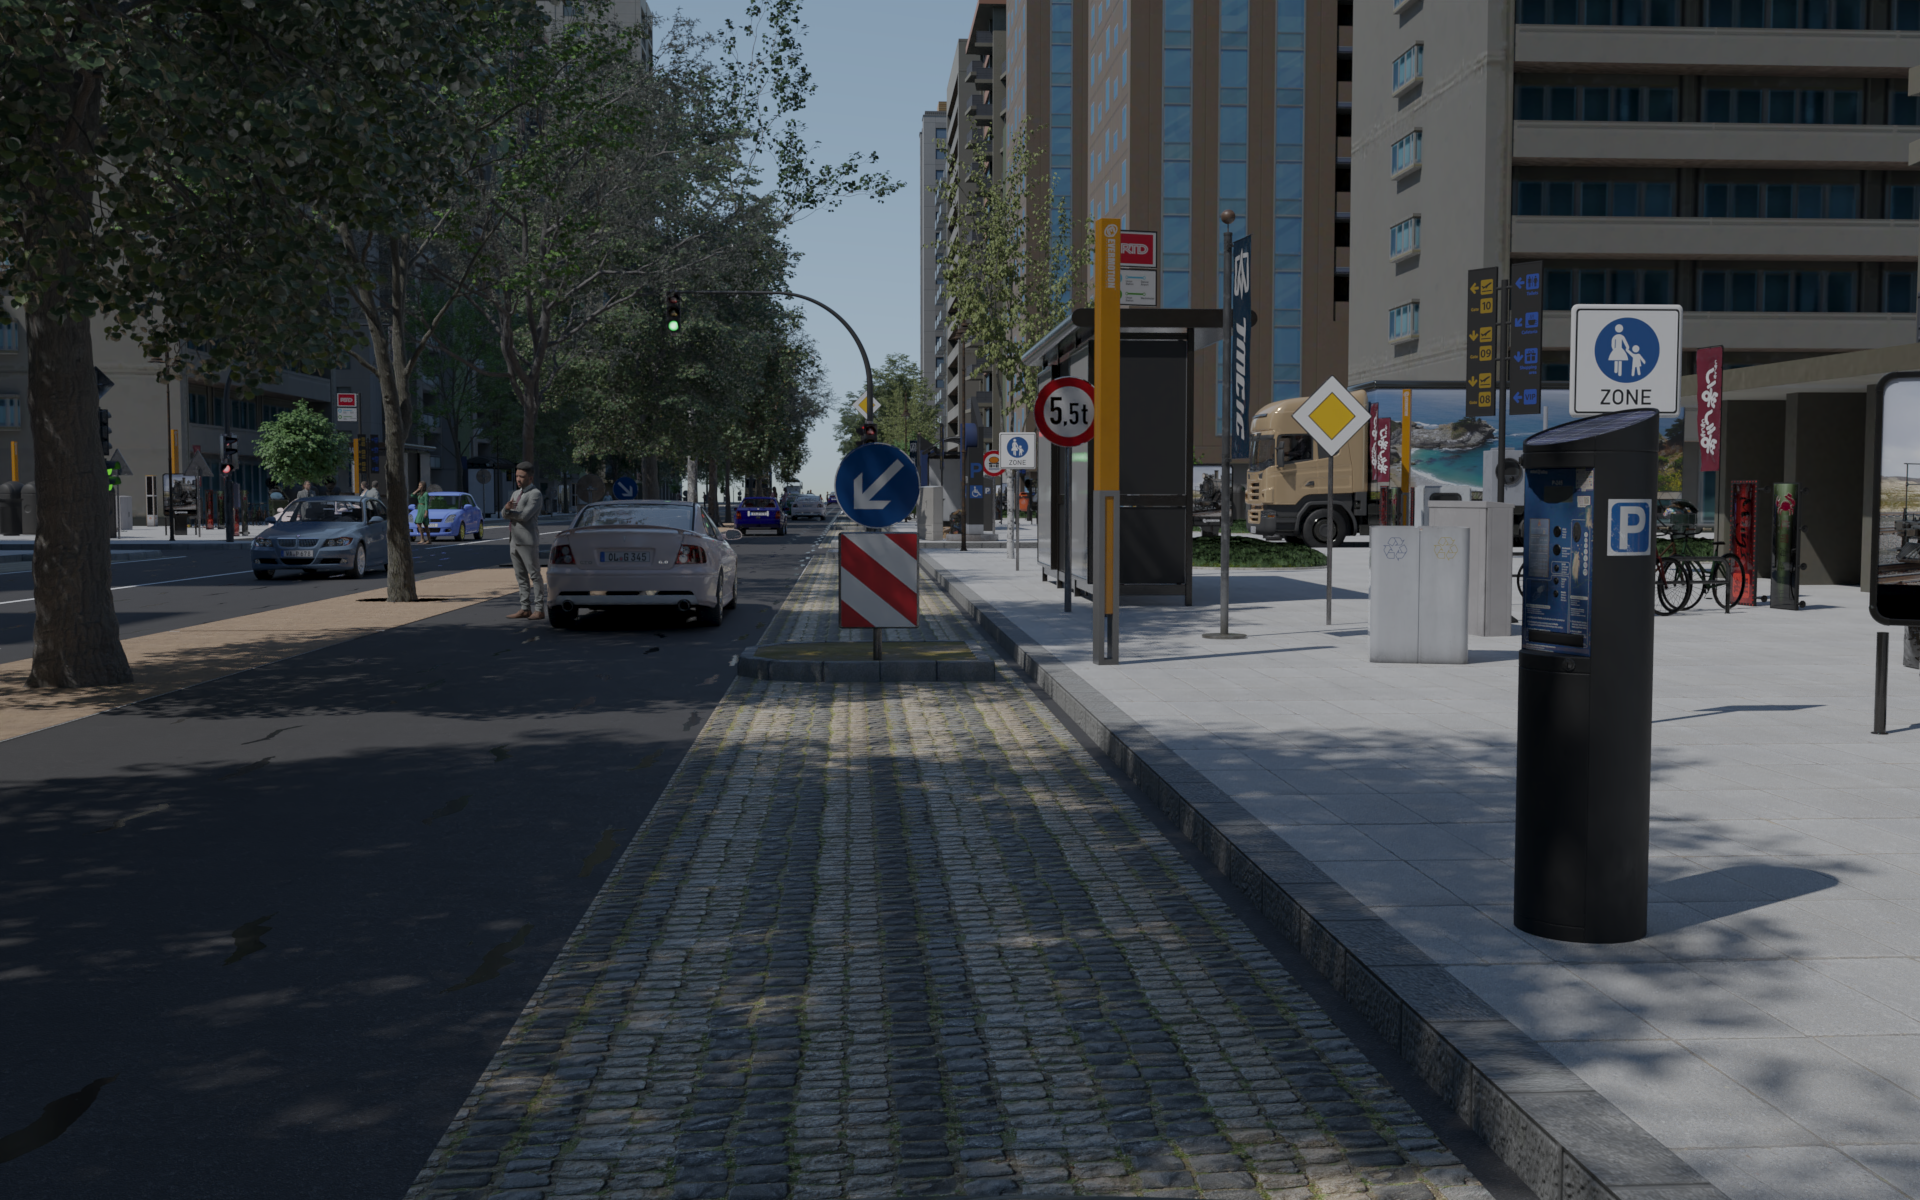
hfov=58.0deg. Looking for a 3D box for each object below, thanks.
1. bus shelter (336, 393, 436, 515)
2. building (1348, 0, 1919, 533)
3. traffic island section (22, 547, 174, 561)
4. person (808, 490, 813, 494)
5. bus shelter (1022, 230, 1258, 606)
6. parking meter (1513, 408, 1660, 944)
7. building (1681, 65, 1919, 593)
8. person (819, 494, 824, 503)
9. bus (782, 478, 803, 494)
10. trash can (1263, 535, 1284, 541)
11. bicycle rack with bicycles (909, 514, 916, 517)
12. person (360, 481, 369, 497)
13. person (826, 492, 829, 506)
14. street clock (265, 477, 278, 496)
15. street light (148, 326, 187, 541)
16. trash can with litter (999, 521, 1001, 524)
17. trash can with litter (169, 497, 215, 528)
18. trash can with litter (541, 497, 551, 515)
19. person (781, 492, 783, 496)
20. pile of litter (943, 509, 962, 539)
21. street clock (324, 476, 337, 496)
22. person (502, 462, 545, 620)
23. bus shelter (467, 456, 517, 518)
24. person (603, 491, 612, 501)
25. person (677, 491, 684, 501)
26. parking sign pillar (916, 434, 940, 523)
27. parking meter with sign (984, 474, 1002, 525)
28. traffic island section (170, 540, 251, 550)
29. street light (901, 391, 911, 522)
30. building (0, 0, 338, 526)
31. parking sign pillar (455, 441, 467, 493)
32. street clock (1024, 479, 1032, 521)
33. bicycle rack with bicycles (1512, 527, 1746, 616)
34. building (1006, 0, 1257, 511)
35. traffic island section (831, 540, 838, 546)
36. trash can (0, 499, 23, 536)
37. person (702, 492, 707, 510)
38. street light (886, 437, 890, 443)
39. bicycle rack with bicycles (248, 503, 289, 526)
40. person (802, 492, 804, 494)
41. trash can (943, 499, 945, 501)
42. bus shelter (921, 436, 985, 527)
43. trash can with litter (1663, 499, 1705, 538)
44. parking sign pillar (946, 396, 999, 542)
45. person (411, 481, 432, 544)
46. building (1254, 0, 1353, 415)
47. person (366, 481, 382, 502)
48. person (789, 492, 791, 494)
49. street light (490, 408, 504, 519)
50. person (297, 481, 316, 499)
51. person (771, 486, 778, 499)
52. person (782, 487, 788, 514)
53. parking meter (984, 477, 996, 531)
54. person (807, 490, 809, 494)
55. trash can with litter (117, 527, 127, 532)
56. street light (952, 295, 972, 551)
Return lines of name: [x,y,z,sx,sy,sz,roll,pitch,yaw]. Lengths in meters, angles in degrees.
bus shelter: [-23.721,-5.731,71.336,2.179,5.291,8.768,0,4,-3]
building: [26.521,-27.025,65.557,21.600,48.544,21.300,0,4,-4]
traffic island section: [-18.971,-0.972,38.167,2.009,0.180,2.903,0,4,-4]
person: [-12.572,-8.389,145.757,1.348,1.812,0.705,0,4,6]
bus shelter: [2.081,-2.829,23.885,2.179,5.291,8.768,0,4,-3]
parking meter: [1.830,0.204,5.073,0.372,1.533,0.369,0,3,0]
building: [21.946,-21.940,13.340,22.147,44.769,28.867,0,4,-4]
person: [-10.802,-7.469,133.885,0.557,1.426,1.065,-3,4,-39]
bus: [-25.753,-16.898,267.831,2.896,3.916,12.252,0,4,-3]
trash can: [8.639,-2.201,47.639,0.748,1.137,0.748,0,3,0]
bicycle rack with bicycles: [-2.743,-5.030,95.630,2.852,0.926,2.925,-1,4,-16]
person: [-18.200,-2.733,53.200,0.654,1.822,0.581,-2,4,-27]
person: [-15.847,-12.033,205.957,0.721,1.735,1.217,0,4,-1]
street clock: [-29.582,-4.276,74.489,0.358,2.002,0.471,2,4,35]
street light: [-21.577,-4.555,47.255,0.468,5.910,1.993,0,4,-4]
trash can with litter: [1.336,-3.986,76.230,1.678,1.210,2.233,0,4,7]
trash can with litter: [-28.542,-3.328,65.466,2.233,1.210,1.678,0,4,2]
trash can with litter: [-25.171,-5.765,105.641,0.624,1.170,1.055,1,4,16]
person: [-28.421,-16.314,275.951,1.217,1.735,0.721,-3,4,-38]
pile of litter: [-0.346,-2.221,50.279,1.176,0.858,1.719,1,4,21]
street clock: [-25.423,-4.001,69.978,0.471,2.002,0.358,-1,4,-9]
person: [-5.020,-0.681,19.811,0.511,1.800,0.466,2,4,29]
bus shelter: [-25.780,-6.184,95.028,2.014,3.302,5.546,0,4,-4]
person: [-21.352,-5.794,105.041,0.589,1.601,0.330,0,4,-3]
person: [-24.539,-8.733,151.999,0.721,1.736,1.217,-3,5,-40]
parking sign pillar: [-1.239,-5.433,77.304,1.447,3.967,1.447,-1,4,-17]
parking meter with sign: [1.020,-4.655,72.371,1.738,3.016,0.543,-2,4,-29]
traffic island section: [-19.464,-1.459,46.137,2.009,0.180,2.903,0,4,-4]
street light: [-2.441,-6.442,78.115,0.468,5.910,1.993,0,4,-4]
building: [-42.300,-27.758,77.544,21.300,48.544,21.600,0,4,-4]
parking sign pillar: [-25.629,-6.145,88.936,1.447,3.967,1.447,-1,4,-22]
street clock: [3.291,-4.738,82.030,0.358,2.002,0.471,-3,5,-40]
bicycle rack with bicycles: [7.354,-0.350,19.103,2.925,0.926,2.852,-1,4,-13]
building: [10.556,-28.416,114.715,14.600,45.320,14.200,0,4,-4]
traffic island section: [-2.505,-1.523,47.178,2.009,0.180,2.903,0,4,-4]
trash can: [-29.128,-2.538,53.156,0.748,1.137,0.748,0,3,0]
person: [-22.414,-8.663,151.616,0.415,1.643,0.593,-3,4,-36]
street light: [-5.067,-9.117,121.844,0.468,5.910,1.993,0,4,-4]
bicycle rack with bicycles: [-27.994,-3.486,70.385,2.852,0.926,2.925,0,4,6]
person: [-20.792,-13.423,228.692,1.217,1.736,0.721,0,4,6]
trash can: [-0.827,-2.612,54.366,0.748,1.137,0.748,0,3,0]
bus shelter: [-0.295,-4.245,63.337,2.014,3.302,5.546,0,4,-4]
trash can with litter: [16.384,-1.687,38.965,1.055,1.170,0.624,-2,4,-34]
parking sign pillar: [0.337,-3.594,47.239,1.447,3.967,1.447,-1,4,-9]
person: [-15.254,-2.479,49.287,0.600,1.795,0.529,3,5,39]
building: [14.181,-26.659,85.993,14.600,45.320,14.200,0,4,-4]
person: [-16.687,-2.498,49.435,0.635,1.810,0.391,2,4,32]
person: [-22.349,-13.323,227.042,1.217,1.736,0.721,-3,5,-42]
street light: [-24.183,-7.208,90.638,0.468,5.910,1.993,0,4,-4]
person: [-18.783,-2.523,49.847,0.767,1.812,0.694,3,5,43]
person: [-9.338,-4.793,86.873,0.388,1.821,0.555,2,4,26]
person: [-9.770,-5.368,96.282,0.388,1.821,0.555,-1,4,-19]
parking meter: [1.005,-3.305,59.744,0.399,1.863,0.255,1,4,23]
person: [-15.127,-10.053,172.883,1.348,1.822,0.705,3,5,39]
trash can with litter: [-28.846,-2.885,58.229,1.678,1.210,2.233,1,4,23]
street light: [0.084,-4.041,38.859,0.468,5.910,1.993,0,4,-4]
